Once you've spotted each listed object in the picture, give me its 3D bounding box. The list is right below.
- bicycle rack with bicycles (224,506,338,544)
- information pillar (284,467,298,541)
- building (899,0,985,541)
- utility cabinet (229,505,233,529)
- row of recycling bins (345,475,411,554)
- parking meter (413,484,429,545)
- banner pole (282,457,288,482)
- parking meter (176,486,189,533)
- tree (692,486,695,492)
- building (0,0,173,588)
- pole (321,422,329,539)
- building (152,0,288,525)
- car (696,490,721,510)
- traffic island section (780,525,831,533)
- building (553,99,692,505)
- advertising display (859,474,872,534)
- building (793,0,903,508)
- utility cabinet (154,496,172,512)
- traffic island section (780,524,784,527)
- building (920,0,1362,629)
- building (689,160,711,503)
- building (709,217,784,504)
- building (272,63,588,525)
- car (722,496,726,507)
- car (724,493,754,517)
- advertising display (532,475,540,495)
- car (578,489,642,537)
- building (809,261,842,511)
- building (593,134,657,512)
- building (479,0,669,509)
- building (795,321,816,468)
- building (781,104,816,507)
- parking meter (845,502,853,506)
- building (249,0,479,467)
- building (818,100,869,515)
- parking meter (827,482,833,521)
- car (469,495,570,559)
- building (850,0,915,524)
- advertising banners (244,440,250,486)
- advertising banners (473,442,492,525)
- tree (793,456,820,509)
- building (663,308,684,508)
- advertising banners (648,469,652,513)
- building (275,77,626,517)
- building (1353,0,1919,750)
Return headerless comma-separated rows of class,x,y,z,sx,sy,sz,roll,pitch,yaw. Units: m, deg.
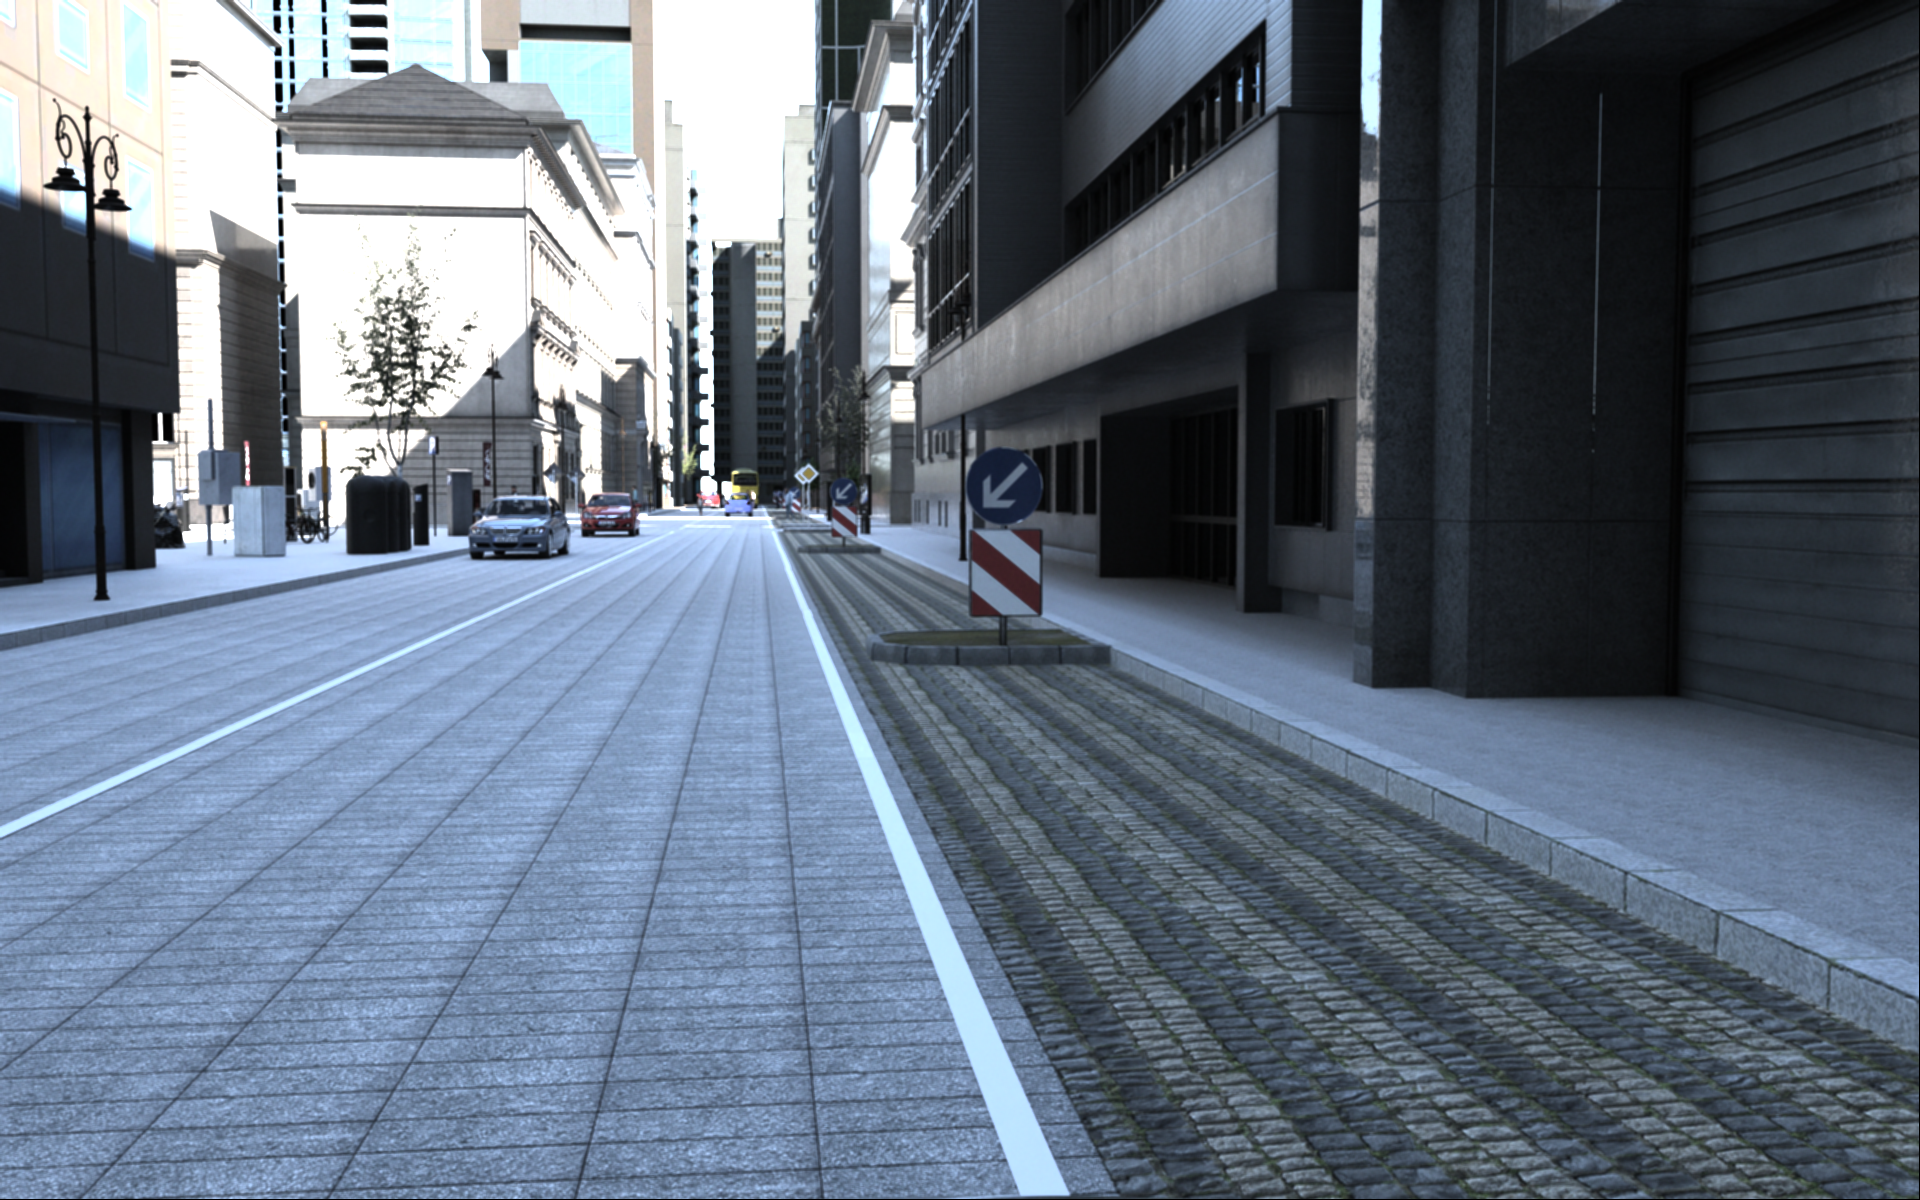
bicycle rack with bicycles,-17.715,-1.960,45.432,2.852,0.926,2.925,2,4,24
information pillar,-18.142,-2.598,46.972,0.304,2.012,0.304,-1,4,-16
building,5.642,-16.287,53.686,14.401,28.519,23.554,0,4,-7
utility cabinet,-24.910,-3.140,60.015,0.318,1.500,1.173,0,4,4
row of recycling bins,-12.879,-1.922,38.545,1.069,1.692,3.534,0,4,-7
parking meter,-13.514,-2.141,43.412,0.372,1.533,0.369,0,3,0
banner pole,-40.080,-6.899,102.812,0.863,3.779,0.401,2,4,35
parking meter,-25.966,-3.023,57.840,0.372,1.533,0.369,0,3,0
tree,-35.128,-13.991,223.353,1.663,3.219,1.824,0,3,0
building,-19.759,-22.711,21.437,14.600,45.320,14.200,0,4,-7
pole,-17.965,-3.373,48.991,0.158,3.312,0.155,0,3,0
building,-43.337,-16.936,74.162,25.104,27.353,12.463,0,4,-7
car,-23.540,-9.402,162.403,2.281,1.827,5.304,0,4,-7
traffic island section,-5.616,-2.610,64.953,2.009,0.180,2.903,0,4,-7
building,-43.547,-35.790,208.863,21.600,48.544,21.300,0,4,-7
advertising display,-3.043,-3.087,55.693,0.123,1.923,0.974,-1,4,-20
building,-5.271,-44.283,162.273,20.563,71.187,20.611,0,4,-7
utility cabinet,-26.797,-2.856,57.859,0.306,1.237,1.020,1,4,21
traffic island section,-6.542,-3.095,72.884,2.009,0.180,2.903,0,4,-7
building,7.777,-12.725,27.115,14.314,24.678,30.058,0,4,-7
building,-49.948,-37.868,238.756,30.456,49.044,23.786,0,4,-7
building,-23.383,-33.906,246.251,23.993,40.220,32.217,0,4,-7
building,-23.397,-13.162,79.832,10.561,19.102,19.286,0,4,-7
car,-26.899,-10.936,191.165,2.083,1.381,4.827,0,4,-8
car,-14.076,-6.159,110.287,1.945,1.707,3.694,0,4,-6
advertising display,-14.314,-3.259,58.500,0.123,1.923,0.974,0,4,-7
car,-11.994,-3.087,59.515,2.155,1.783,4.494,0,4,-8
building,-4.844,-18.036,136.696,13.314,21.916,24.055,0,4,-7
building,-29.814,-21.006,129.359,13.634,28.700,20.117,0,4,-7
building,-33.254,-30.700,152.049,14.600,45.320,14.200,0,4,-7
building,-3.778,-21.040,189.047,27.650,21.520,28.899,0,4,-7
building,-10.961,-36.028,212.759,21.300,48.544,21.600,0,4,-7
parking meter,-5.430,-4.827,84.629,0.399,1.863,0.255,-1,4,-19
building,-69.743,-54.595,205.293,31.000,86.520,22.319,0,4,-7
building,-1.642,-19.506,112.422,14.314,27.812,24.014,0,4,-7
parking meter,-6.187,-4.689,82.374,0.255,1.863,0.399,0,4,0
car,-10.062,-1.700,39.804,2.014,1.417,4.499,0,4,-5
building,10.348,-15.176,81.408,30.059,22.955,16.112,0,4,-7
advertising banners,-23.465,-3.756,57.596,0.090,3.025,2.074,0,4,-6
advertising banners,-16.148,-3.762,57.691,0.090,3.025,2.074,1,4,18
tree,-12.867,-10.231,150.989,4.285,4.588,4.351,0,3,0
building,-42.376,-20.101,173.684,27.650,21.520,28.899,0,4,-7
advertising banners,-21.270,-7.512,119.012,0.090,3.025,2.074,0,4,-4
building,-29.327,-16.581,104.381,16.112,22.955,30.059,0,4,-7
building,9.793,-11.246,1.893,12.078,24.808,19.932,0,4,-7
